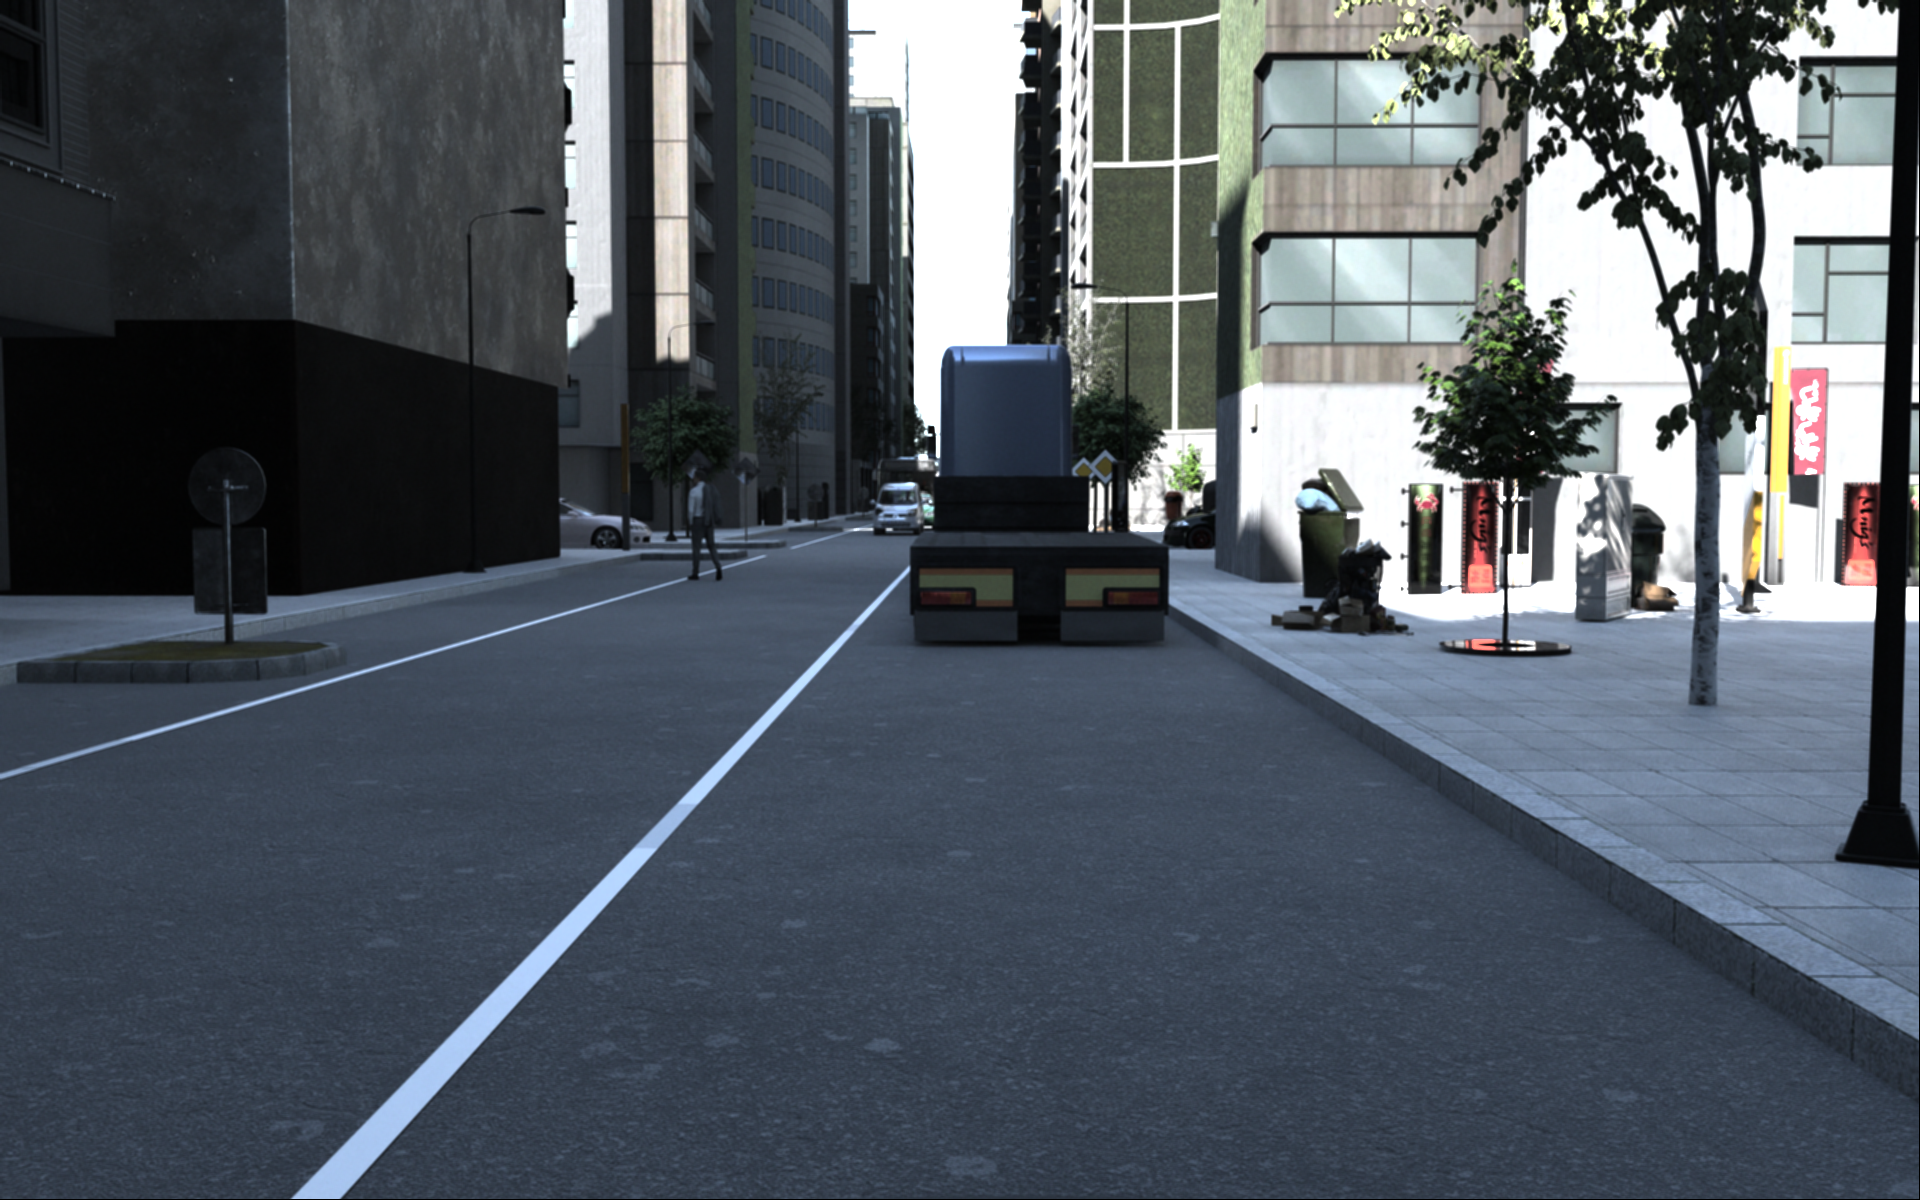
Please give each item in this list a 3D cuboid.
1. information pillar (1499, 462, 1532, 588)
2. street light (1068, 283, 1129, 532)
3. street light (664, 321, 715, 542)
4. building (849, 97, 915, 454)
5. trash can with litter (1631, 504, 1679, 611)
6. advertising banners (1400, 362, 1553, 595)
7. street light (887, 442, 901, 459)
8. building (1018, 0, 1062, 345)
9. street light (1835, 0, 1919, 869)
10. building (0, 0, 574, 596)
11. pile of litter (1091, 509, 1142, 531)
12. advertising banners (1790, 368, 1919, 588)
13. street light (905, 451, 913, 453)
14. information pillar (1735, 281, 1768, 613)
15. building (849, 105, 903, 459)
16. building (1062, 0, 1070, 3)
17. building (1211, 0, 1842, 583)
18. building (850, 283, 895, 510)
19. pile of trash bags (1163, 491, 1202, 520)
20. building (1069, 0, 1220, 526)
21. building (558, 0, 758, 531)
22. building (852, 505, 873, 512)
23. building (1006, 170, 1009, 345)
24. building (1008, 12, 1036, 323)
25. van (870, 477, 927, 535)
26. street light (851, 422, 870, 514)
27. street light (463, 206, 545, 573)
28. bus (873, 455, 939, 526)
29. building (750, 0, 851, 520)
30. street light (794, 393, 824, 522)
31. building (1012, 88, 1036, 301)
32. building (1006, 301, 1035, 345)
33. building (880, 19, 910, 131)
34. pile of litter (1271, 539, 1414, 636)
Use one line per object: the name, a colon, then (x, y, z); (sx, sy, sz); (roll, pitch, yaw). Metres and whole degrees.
information pillar: (7.596, -1.172, 23.654); (0.304, 2.012, 0.304); (-1, 4, -23)
street light: (3.141, -4.022, 38.299); (1.470, 5.913, 1.316); (0, 4, 1)
street light: (-7.258, -4.529, 46.585); (1.470, 5.913, 1.316); (0, 4, 1)
building: (-16.676, -36.201, 215.586); (21.300, 48.544, 21.600); (0, 4, 1)
trash can with litter: (7.722, -0.488, 19.365); (0.624, 1.170, 1.055); (0, 4, -4)
advertising banners: (6.615, -1.585, 22.096); (2.074, 3.025, 0.090); (-1, 4, -12)
street light: (-5.984, -11.198, 155.635); (1.470, 5.913, 1.316); (0, 4, 1)
building: (15.887, -29.629, 139.058); (22.147, 44.769, 28.867); (0, 4, 1)
street light: (2.707, -2.042, 5.931); (1.470, 5.913, 1.316); (0, 4, 1)
building: (-16.563, -9.922, 29.679); (16.811, 18.784, 16.820); (0, 4, 1)
pile of litter: (5.446, -2.823, 60.122); (1.719, 0.858, 1.176); (1, 4, 15)
advertising banners: (12.495, -1.694, 23.883); (2.074, 3.025, 0.090); (1, 4, 20)
street light: (-5.708, -13.178, 188.005); (1.470, 5.913, 1.316); (0, 4, 1)
information pillar: (8.527, -1.666, 18.590); (0.183, 3.616, 0.504); (1, 4, 12)
building: (-13.176, -30.232, 177.891); (14.154, 41.232, 14.086); (0, 4, 1)
building: (16.700, -34.482, 105.781); (21.231, 58.520, 28.212); (0, 4, 1)
building: (11.432, -15.853, 30.905); (14.160, 30.474, 14.107); (0, 4, 1)
building: (-20.408, -19.088, 157.120); (27.650, 21.520, 28.899); (0, 4, 1)
pile of trash bags: (7.877, -2.796, 55.464); (3.447, 1.369, 1.912); (-3, 4, -37)
building: (13.208, -38.827, 73.080); (20.563, 71.187, 20.611); (0, 4, 1)
building: (-15.220, -23.114, 61.514); (14.154, 41.232, 14.086); (0, 4, 1)
building: (-17.179, -42.361, 130.858); (20.563, 71.187, 20.611); (0, 4, 1)
building: (17.317, -37.992, 244.877); (21.300, 48.544, 21.600); (0, 4, 1)
building: (16.641, -41.425, 219.297); (21.231, 58.520, 28.212); (0, 4, 1)
van: (-2.163, -3.343, 61.676); (2.013, 2.044, 4.112); (0, 4, 1)
street light: (-6.478, -8.517, 111.793); (1.470, 5.913, 1.316); (0, 4, 1)
street light: (-7.393, -3.400, 28.131); (1.470, 5.913, 1.316); (0, 4, 1)
bus: (-2.225, -5.306, 81.618); (2.948, 3.499, 13.247); (0, 4, 1)
building: (-17.680, -33.887, 96.056); (21.231, 58.520, 28.212); (0, 4, 1)
street light: (-6.917, -6.533, 79.362); (1.470, 5.913, 1.316); (0, 4, 1)
building: (12.791, -33.025, 190.067); (14.600, 45.320, 14.200); (0, 4, 1)
building: (18.585, -19.828, 169.219); (27.650, 21.520, 28.899); (0, 4, 1)
building: (-15.855, -50.664, 266.608); (20.563, 71.187, 20.611); (0, 4, 1)
pile of litter: (3.614, -0.151, 16.429); (1.176, 0.858, 1.719); (0, 4, -6)
